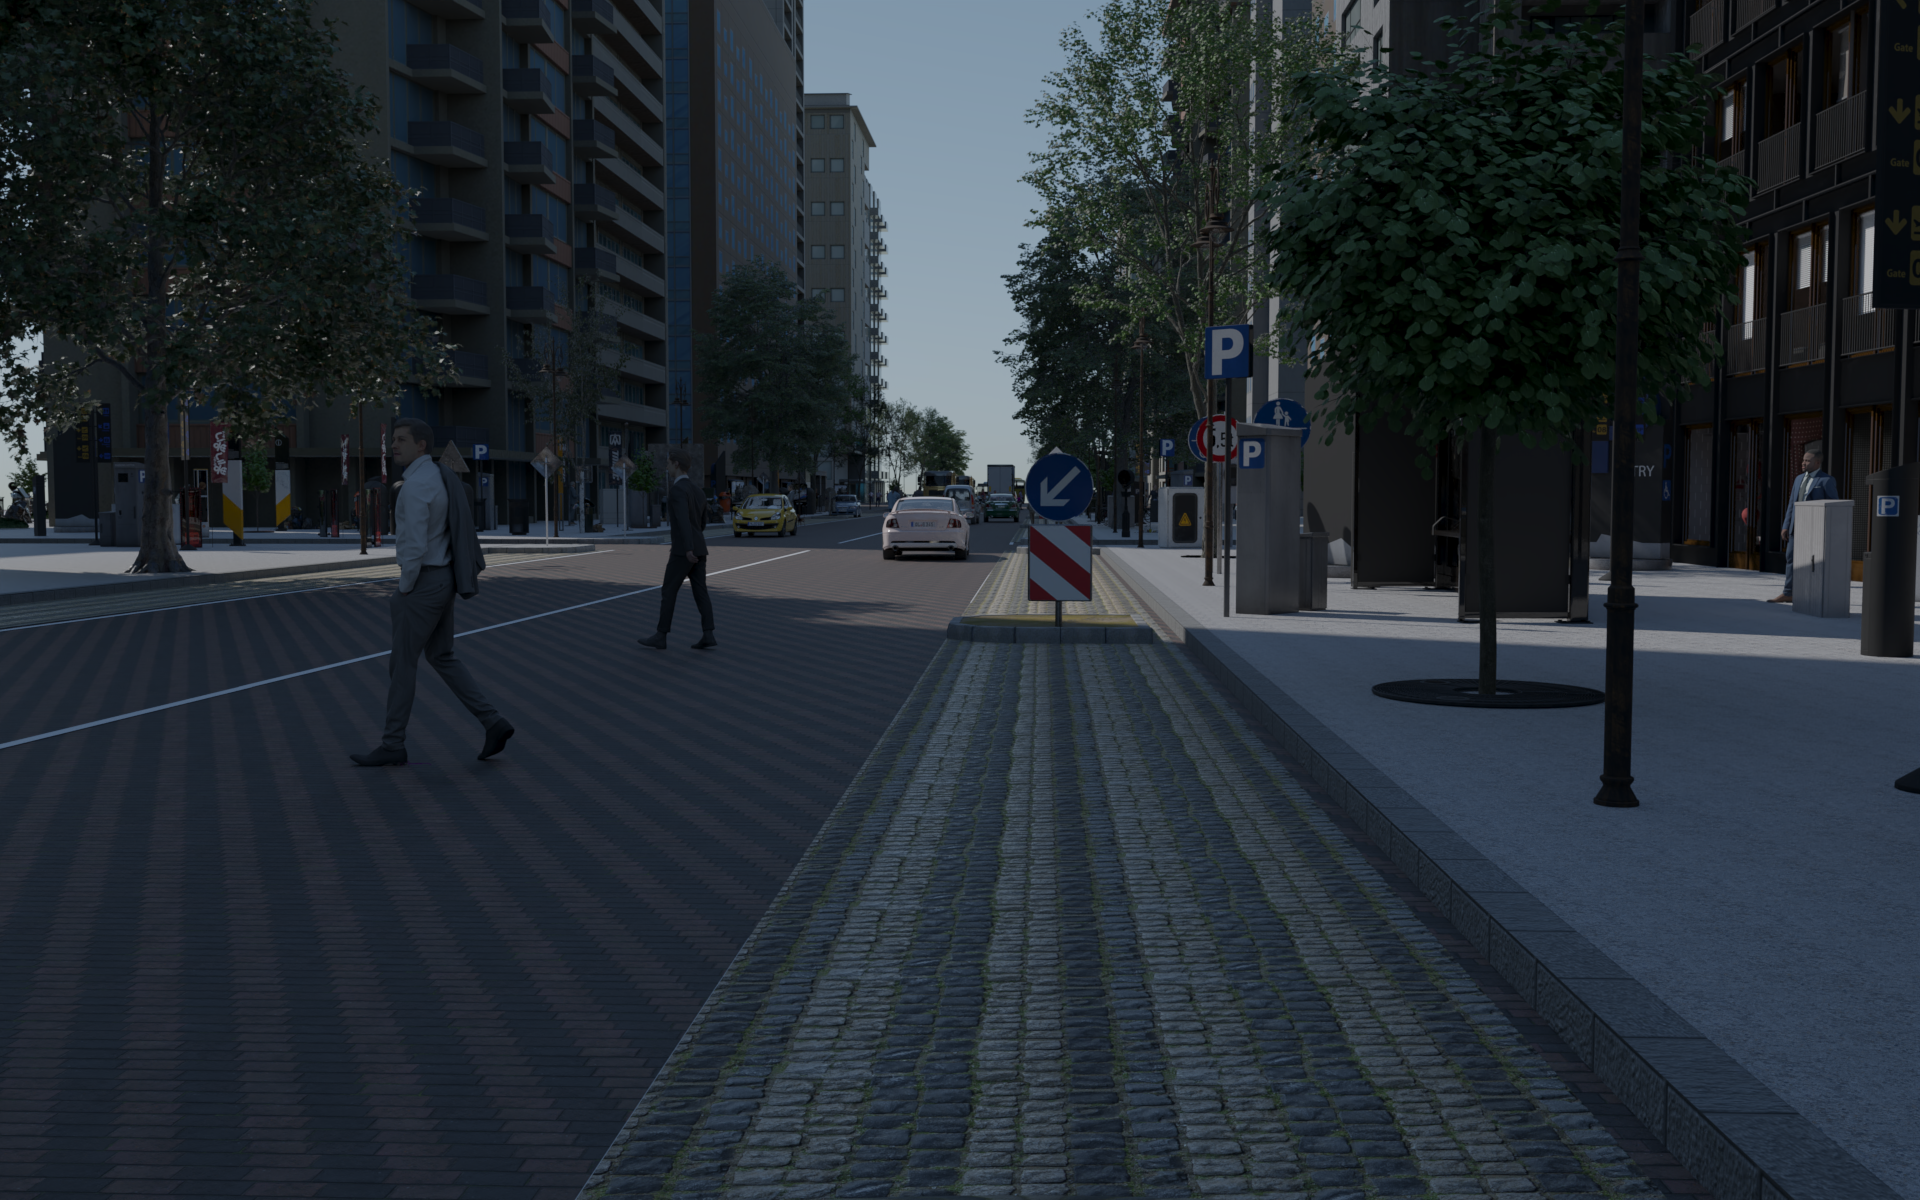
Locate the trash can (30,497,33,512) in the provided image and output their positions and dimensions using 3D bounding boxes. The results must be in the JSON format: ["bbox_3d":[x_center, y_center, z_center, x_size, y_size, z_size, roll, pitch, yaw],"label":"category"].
[{"bbox_3d":[-63.791,-6.594,119.469,0.748,1.137,0.748,0,3,0],"label":"trash can"}]

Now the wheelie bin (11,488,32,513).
[{"bbox_3d":[-59.820,-6.281,110.602,0.980,1.594,0.693,-1,4,-22],"label":"wheelie bin"}]

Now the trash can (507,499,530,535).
[{"bbox_3d":[-13.780,-2.597,54.112,0.748,1.137,0.748,0,3,0],"label":"trash can"}]

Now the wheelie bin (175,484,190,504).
[{"bbox_3d":[-25.160,-2.968,56.435,0.693,1.594,0.980,-2,4,-34],"label":"wheelie bin"}]

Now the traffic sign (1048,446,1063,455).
[{"bbox_3d":[2.365,-2.443,42.135,0.795,2.593,0.064,0,4,3],"label":"traffic sign"}]

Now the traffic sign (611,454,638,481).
[{"bbox_3d":[-9.836,-2.969,50.726,0.795,2.593,0.064,0,4,3],"label":"traffic sign"}]

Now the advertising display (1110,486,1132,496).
[{"bbox_3d":[6.861,-4.202,73.909,0.974,1.923,0.123,-1,4,-21],"label":"advertising display"}]

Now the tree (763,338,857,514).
[{"bbox_3d":[-9.465,-11.444,112.865,9.928,11.665,9.643,0,3,0],"label":"tree"}]

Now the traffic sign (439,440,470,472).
[{"bbox_3d":[-12.278,-2.558,41.830,0.884,2.594,0.081,0,4,3],"label":"traffic sign"}]

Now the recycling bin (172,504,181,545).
[{"bbox_3d":[-19.922,-1.908,43.754,0.722,1.027,0.722,3,4,36],"label":"recycling bin"}]

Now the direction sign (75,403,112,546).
[{"bbox_3d":[-21.594,-3.133,43.218,0.876,3.537,0.379,0,4,-1],"label":"direction sign"}]

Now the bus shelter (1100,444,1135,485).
[{"bbox_3d":[9.267,-7.735,104.100,2.179,5.291,8.768,0,4,3],"label":"bus shelter"}]

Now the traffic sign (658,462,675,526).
[{"bbox_3d":[-11.638,-4.207,68.887,0.768,2.556,0.104,1,4,12],"label":"traffic sign"}]

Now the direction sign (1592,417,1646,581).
[{"bbox_3d":[9.667,-2.054,25.574,0.876,3.537,0.379,0,4,1],"label":"direction sign"}]

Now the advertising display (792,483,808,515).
[{"bbox_3d":[-9.675,-6.071,104.477,0.974,1.923,0.123,1,4,14],"label":"advertising display"}]

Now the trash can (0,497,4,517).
[{"bbox_3d":[-50.832,-4.881,91.453,0.748,1.137,0.748,0,3,0],"label":"trash can"}]

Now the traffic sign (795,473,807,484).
[{"bbox_3d":[-9.771,-6.481,105.964,0.884,2.594,0.081,0,4,4],"label":"traffic sign"}]

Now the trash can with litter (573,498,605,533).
[{"bbox_3d":[-12.315,-2.825,57.581,0.624,1.170,1.055,2,4,27],"label":"trash can with litter"}]

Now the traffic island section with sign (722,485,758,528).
[{"bbox_3d":[-8.825,-3.914,72.626,1.989,1.847,2.006,0,4,3],"label":"traffic island section with sign"}]

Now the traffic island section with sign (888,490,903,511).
[{"bbox_3d":[-5.190,-8.609,149.381,1.989,1.847,2.006,0,4,3],"label":"traffic island section with sign"}]

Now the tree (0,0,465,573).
[{"bbox_3d":[-13.073,-6.798,28.163,9.611,12.733,9.660,0,3,0],"label":"tree"}]

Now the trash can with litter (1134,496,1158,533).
[{"bbox_3d":[6.941,-2.833,57.369,2.233,1.210,1.678,1,4,10],"label":"trash can with litter"}]

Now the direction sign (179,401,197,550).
[{"bbox_3d":[-17.651,-2.906,39.509,0.379,3.537,0.876,-2,4,-35],"label":"direction sign"}]

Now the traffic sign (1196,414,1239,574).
[{"bbox_3d":[4.163,-1.689,27.719,0.768,2.556,0.104,1,4,12],"label":"traffic sign"}]

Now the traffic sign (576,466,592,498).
[{"bbox_3d":[-13.481,-3.667,62.080,0.606,2.300,0.079,0,4,8],"label":"traffic sign"}]

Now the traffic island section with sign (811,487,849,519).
[{"bbox_3d":[-7.505,-5.612,100.387,1.989,1.847,2.006,0,4,3],"label":"traffic island section with sign"}]

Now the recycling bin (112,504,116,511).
[{"bbox_3d":[-21.054,-1.925,44.033,0.722,1.027,0.722,0,4,-4],"label":"recycling bin"}]

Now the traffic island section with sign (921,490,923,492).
[{"bbox_3d":[-3.878,-10.302,177.067,1.989,1.847,2.006,0,4,3],"label":"traffic island section with sign"}]

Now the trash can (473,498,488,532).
[{"bbox_3d":[-16.365,-2.872,58.613,0.748,1.137,0.748,0,3,0],"label":"trash can"}]

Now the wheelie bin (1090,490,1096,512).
[{"bbox_3d":[9.422,-7.064,123.411,0.980,1.594,0.693,-1,4,-22],"label":"wheelie bin"}]

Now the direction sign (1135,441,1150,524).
[{"bbox_3d":[7.787,-5.007,73.856,0.379,3.537,0.876,-3,4,-38],"label":"direction sign"}]

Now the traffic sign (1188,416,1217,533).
[{"bbox_3d":[4.097,-1.720,28.221,0.768,2.556,0.104,1,4,9],"label":"traffic sign"}]

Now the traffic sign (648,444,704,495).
[{"bbox_3d":[-11.461,-4.651,69.918,2.265,3.308,0.079,0,4,4],"label":"traffic sign"}]

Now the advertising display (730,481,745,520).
[{"bbox_3d":[-10.948,-4.891,85.183,0.123,1.923,0.974,2,4,35],"label":"advertising display"}]

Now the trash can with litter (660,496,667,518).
[{"bbox_3d":[-15.157,-4.796,89.799,0.624,1.170,1.055,-2,4,-24],"label":"trash can with litter"}]

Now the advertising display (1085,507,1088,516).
[{"bbox_3d":[7.551,-5.965,102.734,0.123,1.923,0.974,0,4,-6],"label":"advertising display"}]

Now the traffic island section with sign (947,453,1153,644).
[{"bbox_3d":[0.886,-0.538,17.426,1.989,1.847,2.006,0,4,3],"label":"traffic island section with sign"}]

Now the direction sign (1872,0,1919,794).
[{"bbox_3d":[4.256,-0.941,7.385,0.876,3.537,0.379,-1,4,-14],"label":"direction sign"}]

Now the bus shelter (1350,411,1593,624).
[{"bbox_3d":[5.640,-1.768,20.195,1.731,3.624,6.357,0,4,3],"label":"bus shelter"}]

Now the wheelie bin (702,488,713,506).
[{"bbox_3d":[-15.553,-5.856,103.649,0.980,1.594,0.693,3,4,37],"label":"wheelie bin"}]

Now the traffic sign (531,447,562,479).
[{"bbox_3d":[-10.214,-2.481,42.750,0.795,2.593,0.064,0,4,3],"label":"traffic sign"}]

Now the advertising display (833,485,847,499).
[{"bbox_3d":[-8.403,-7.122,121.661,0.974,1.923,0.123,-1,4,-9],"label":"advertising display"}]

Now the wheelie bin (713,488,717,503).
[{"bbox_3d":[-15.896,-6.576,115.421,0.693,1.594,0.980,2,4,33],"label":"wheelie bin"}]

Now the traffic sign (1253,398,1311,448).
[{"bbox_3d":[4.267,-1.403,23.043,0.768,2.556,0.104,0,4,5],"label":"traffic sign"}]

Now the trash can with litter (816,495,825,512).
[{"bbox_3d":[-10.008,-6.749,121.410,1.678,1.210,2.233,1,4,12],"label":"trash can with litter"}]

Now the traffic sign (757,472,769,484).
[{"bbox_3d":[-11.614,-6.272,102.282,0.795,2.593,0.064,0,4,4],"label":"traffic sign"}]

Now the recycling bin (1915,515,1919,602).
[{"bbox_3d":[11.789,-0.491,20.580,0.722,1.027,0.722,-3,5,-40],"label":"recycling bin"}]

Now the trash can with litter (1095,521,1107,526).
[{"bbox_3d":[6.560,-3.556,69.198,1.678,1.210,2.233,-3,5,-44],"label":"trash can with litter"}]

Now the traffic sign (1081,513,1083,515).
[{"bbox_3d":[7.374,-6.388,104.555,0.768,2.556,0.104,1,4,11],"label":"traffic sign"}]

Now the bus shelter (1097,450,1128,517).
[{"bbox_3d":[8.352,-6.378,95.564,1.731,3.624,6.357,0,4,3],"label":"bus shelter"}]
